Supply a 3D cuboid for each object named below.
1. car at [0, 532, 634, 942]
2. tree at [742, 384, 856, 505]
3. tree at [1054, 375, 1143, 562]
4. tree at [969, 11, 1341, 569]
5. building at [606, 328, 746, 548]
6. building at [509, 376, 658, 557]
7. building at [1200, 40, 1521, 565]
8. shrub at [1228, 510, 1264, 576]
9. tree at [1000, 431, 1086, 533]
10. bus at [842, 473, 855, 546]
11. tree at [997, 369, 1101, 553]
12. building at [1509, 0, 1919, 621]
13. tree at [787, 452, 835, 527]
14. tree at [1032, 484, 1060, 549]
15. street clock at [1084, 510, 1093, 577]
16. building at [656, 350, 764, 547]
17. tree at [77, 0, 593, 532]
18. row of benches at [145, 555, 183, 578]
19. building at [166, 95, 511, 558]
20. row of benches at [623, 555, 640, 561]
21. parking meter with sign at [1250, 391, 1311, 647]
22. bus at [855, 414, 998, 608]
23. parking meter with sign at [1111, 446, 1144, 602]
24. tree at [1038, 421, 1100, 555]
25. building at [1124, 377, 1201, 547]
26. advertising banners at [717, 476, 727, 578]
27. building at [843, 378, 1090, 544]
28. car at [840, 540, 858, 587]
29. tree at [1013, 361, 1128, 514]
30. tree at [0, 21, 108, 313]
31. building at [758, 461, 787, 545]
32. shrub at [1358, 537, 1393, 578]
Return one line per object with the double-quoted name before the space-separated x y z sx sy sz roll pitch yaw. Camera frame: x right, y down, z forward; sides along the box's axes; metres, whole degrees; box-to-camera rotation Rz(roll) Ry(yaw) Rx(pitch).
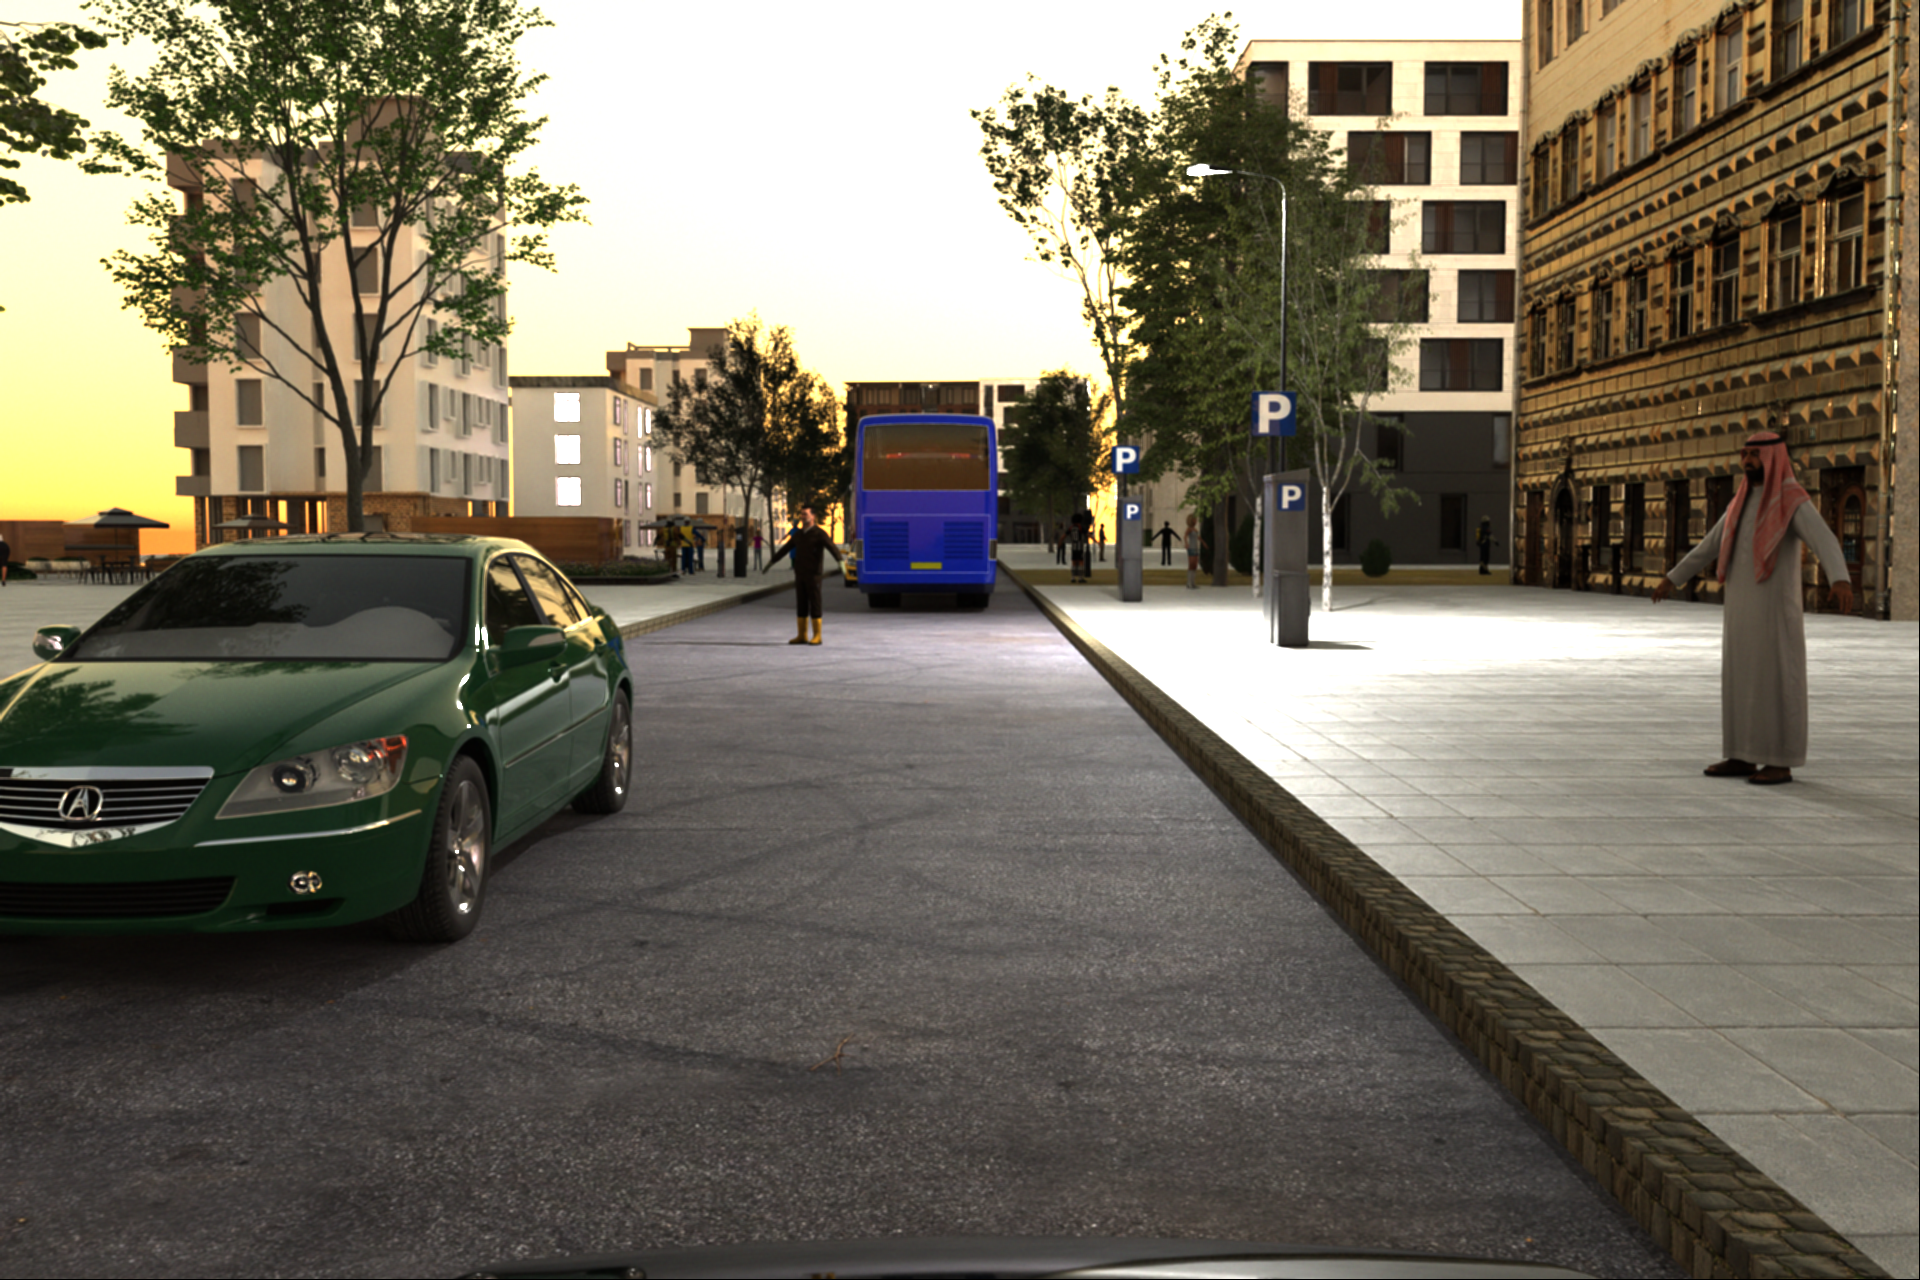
"car" -2.648 0.257 7.588 2.131 1.459 4.920 0 3 0
"tree" -9.371 -10.431 104.961 7.601 10.594 8.767 1 4 22
"tree" 6.167 -7.913 79.748 4.360 8.622 3.978 0 3 0
"tree" 7.047 -12.667 62.987 12.611 20.169 13.585 0 3 0
"building" -26.310 -18.558 159.835 16.016 20.090 11.380 0 4 0
"building" -22.988 -10.017 105.920 9.099 9.664 28.070 0 4 1
"building" 25.916 -14.944 88.303 27.936 21.610 32.646 0 3 0
"shrub" 9.067 -3.009 53.612 1.690 2.028 1.600 0 3 0
"tree" 6.617 -12.152 133.099 7.601 10.594 8.767 -1 4 -10
"bus" -2.393 -4.382 63.199 2.896 3.916 12.251 0 4 0
"tree" 6.138 -12.294 119.127 7.486 12.596 7.792 0 3 0
"building" 22.994 -12.405 33.756 19.493 23.208 18.063 0 4 1
"tree" -21.453 -20.293 238.451 9.857 13.997 8.962 0 3 0
"tree" 7.166 -12.117 148.468 4.737 8.622 4.395 0 3 0
"street clock" 3.786 -2.859 51.310 0.358 2.002 0.471 0 4 0
"building" -26.900 -19.728 178.968 16.016 20.090 11.380 0 4 1
"tree" -9.598 -6.214 27.349 9.928 11.665 9.643 0 3 0
"row of benches" -21.742 -2.177 51.054 4.104 0.672 1.422 -1 4 -21
"building" -28.241 -13.436 76.105 16.016 20.090 11.380 0 4 1
"row of benches" -11.535 -2.263 52.457 4.104 0.672 1.422 0 4 7
"parking meter with sign" 3.818 -1.477 20.407 0.543 3.016 1.738 0 4 1
"bus" -0.624 -2.756 36.606 2.896 3.916 12.251 0 4 0
"parking meter with sign" 3.270 -2.275 33.456 0.543 3.016 1.738 0 4 0
"tree" 6.593 -9.621 107.666 4.737 8.622 4.395 0 3 0
"building" 27.029 -19.295 181.935 16.747 18.905 31.486 0 4 0
"advertising banners" -7.069 -3.385 51.529 0.090 3.025 2.074 0 4 -1
"building" 1.497 -24.060 239.815 32.646 21.610 27.936 0 4 5
"car" -2.270 -2.303 47.885 2.015 1.641 3.980 0 3 0
"tree" 6.095 -9.798 94.605 7.601 10.594 8.767 -3 4 -37
"tree" -9.209 -5.681 11.014 7.486 12.596 7.792 0 3 0
"building" -25.479 -16.427 210.728 9.099 9.664 28.070 0 4 1
"shrub" 12.285 -2.451 51.183 1.383 1.207 1.383 0 3 0
